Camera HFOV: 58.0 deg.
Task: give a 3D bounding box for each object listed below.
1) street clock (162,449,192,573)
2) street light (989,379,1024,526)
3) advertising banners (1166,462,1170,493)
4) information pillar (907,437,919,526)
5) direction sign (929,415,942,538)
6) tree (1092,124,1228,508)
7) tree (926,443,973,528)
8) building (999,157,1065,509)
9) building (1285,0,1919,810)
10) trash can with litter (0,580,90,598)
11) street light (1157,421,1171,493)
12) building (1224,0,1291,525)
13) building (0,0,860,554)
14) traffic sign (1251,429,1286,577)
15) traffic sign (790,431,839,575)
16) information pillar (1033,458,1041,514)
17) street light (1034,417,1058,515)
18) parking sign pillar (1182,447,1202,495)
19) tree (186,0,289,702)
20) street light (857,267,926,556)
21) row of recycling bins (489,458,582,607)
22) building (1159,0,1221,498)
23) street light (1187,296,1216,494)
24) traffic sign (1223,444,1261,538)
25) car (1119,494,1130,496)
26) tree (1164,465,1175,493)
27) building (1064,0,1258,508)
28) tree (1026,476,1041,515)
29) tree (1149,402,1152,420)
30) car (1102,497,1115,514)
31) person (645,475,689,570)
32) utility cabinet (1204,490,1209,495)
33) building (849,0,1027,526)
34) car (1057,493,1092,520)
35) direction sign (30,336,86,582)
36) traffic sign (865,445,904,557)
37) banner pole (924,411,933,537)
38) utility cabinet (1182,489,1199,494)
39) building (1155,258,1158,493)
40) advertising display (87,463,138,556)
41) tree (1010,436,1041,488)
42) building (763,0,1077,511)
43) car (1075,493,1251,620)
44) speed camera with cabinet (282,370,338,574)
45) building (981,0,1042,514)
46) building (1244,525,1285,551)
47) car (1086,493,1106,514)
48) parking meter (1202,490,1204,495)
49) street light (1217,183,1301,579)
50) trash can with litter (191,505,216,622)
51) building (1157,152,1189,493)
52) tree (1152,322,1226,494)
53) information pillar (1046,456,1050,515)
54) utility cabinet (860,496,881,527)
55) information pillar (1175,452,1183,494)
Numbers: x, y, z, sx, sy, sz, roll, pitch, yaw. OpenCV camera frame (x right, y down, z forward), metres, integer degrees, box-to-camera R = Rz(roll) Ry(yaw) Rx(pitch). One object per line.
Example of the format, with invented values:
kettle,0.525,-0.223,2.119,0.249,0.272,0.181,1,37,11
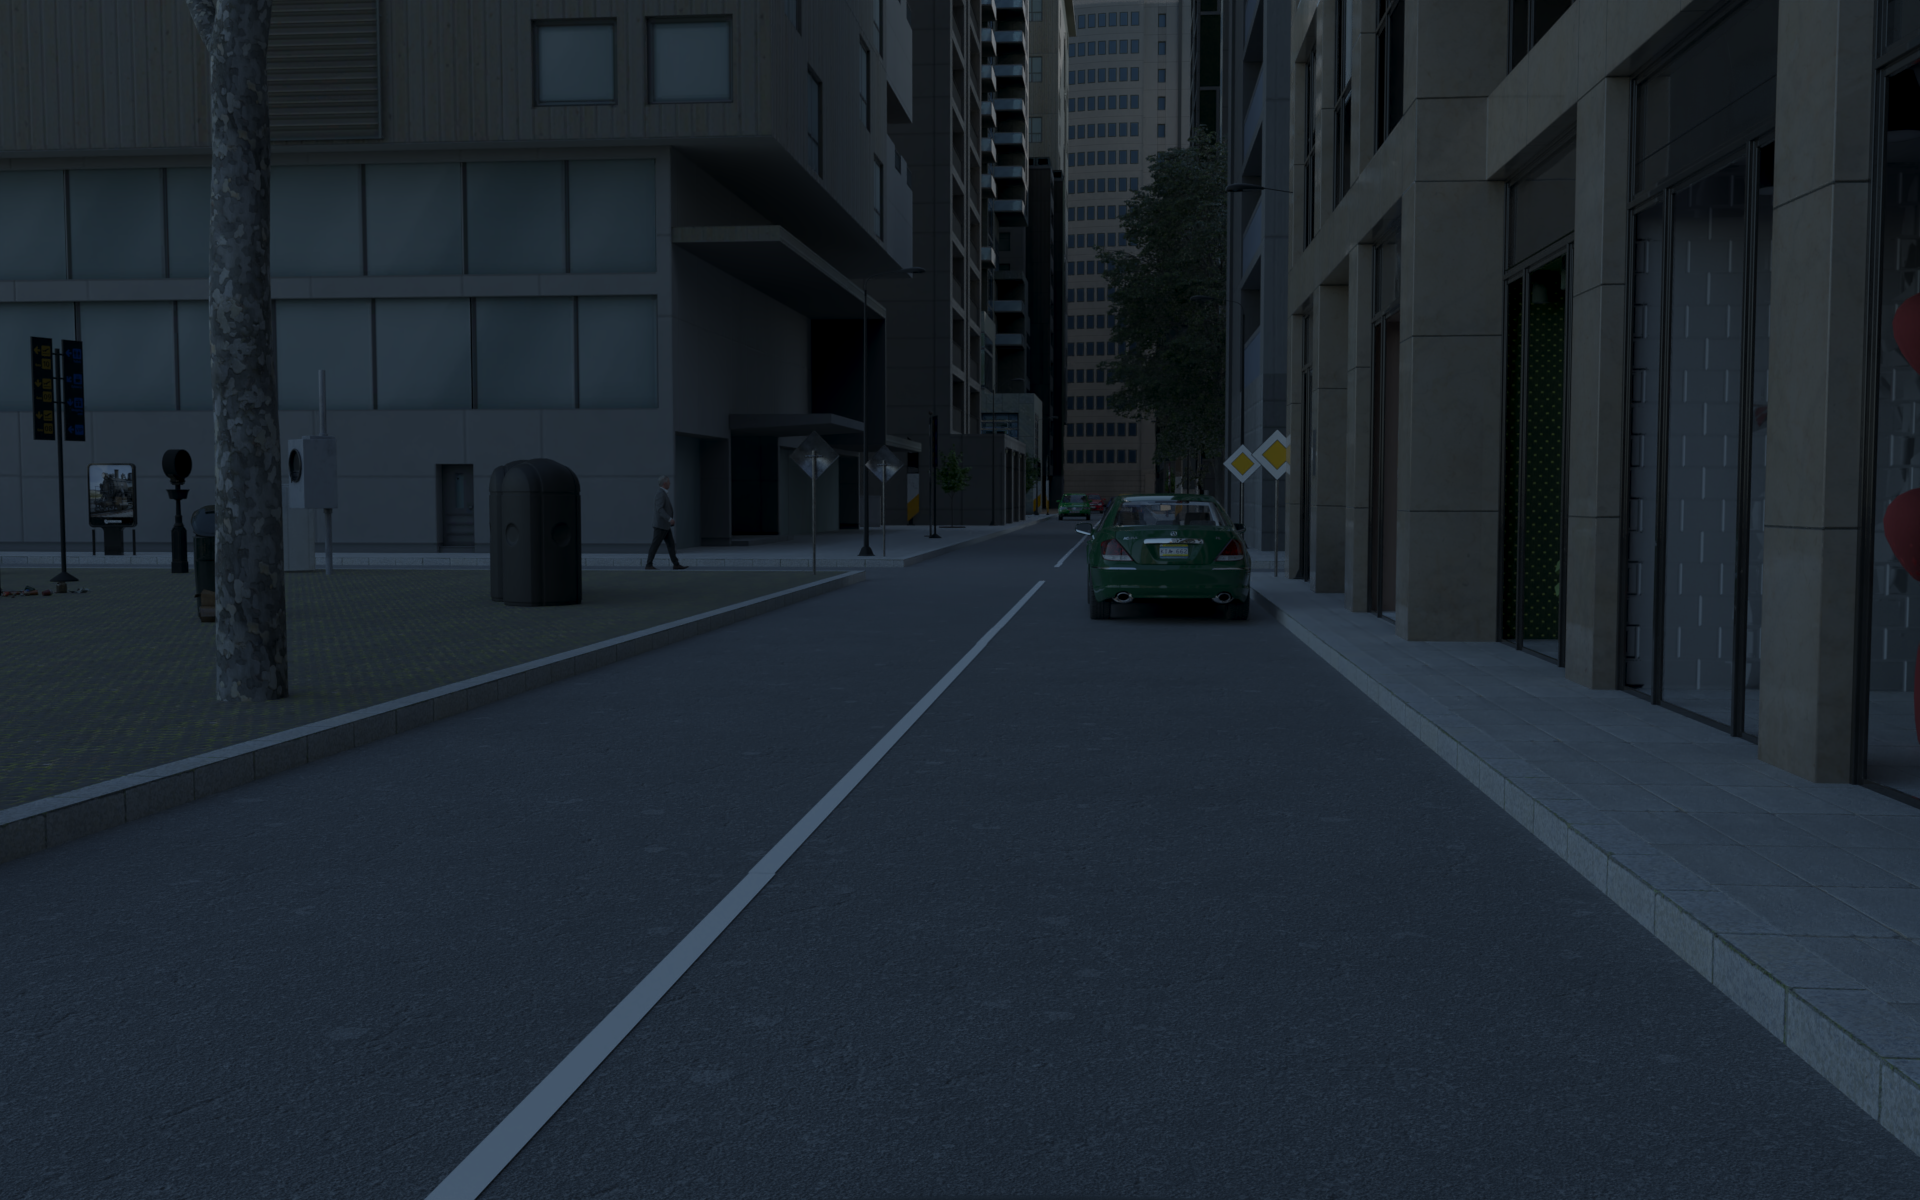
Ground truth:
street clock,-12.659,-1.436,28.052,0.358,2.002,0.471,1,4,10
street light,1.884,-5.950,69.816,1.470,5.913,1.316,0,4,5
advertising banners,11.587,-6.140,96.583,0.090,3.025,2.074,0,4,2
information pillar,-1.920,-4.837,70.446,0.504,3.616,0.183,0,4,-2
direction sign,-0.723,-3.563,50.259,0.379,3.537,0.876,-1,4,-9
tree,9.140,-9.377,59.964,9.857,13.997,8.962,0,3,0
tree,-0.246,-4.343,65.604,1.663,3.219,1.824,0,3,0
building,1.691,-23.053,148.621,14.160,30.474,14.107,0,4,5
building,12.960,-12.458,8.205,19.350,26.468,34.151,0,4,5
trash can with litter,-11.930,-0.658,21.822,1.678,1.210,2.233,2,4,32
street light,9.316,-6.254,74.793,1.470,5.913,1.316,0,4,5
building,24.666,-33.717,93.266,21.231,58.520,28.212,0,4,5
building,-15.979,-28.105,48.753,28.713,52.752,27.495,0,4,5
traffic sign,4.894,-1.415,26.784,0.795,2.450,0.064,0,4,5
traffic sign,-2.315,-1.459,27.495,0.795,2.450,0.064,0,4,5
information pillar,4.828,-7.181,108.768,0.504,3.616,0.183,0,4,-3
street light,5.164,-8.038,103.970,1.470,5.913,1.316,0,4,5
parking sign pillar,11.975,-6.181,89.533,1.447,3.967,1.447,-2,4,-26
tree,-3.550,-9.515,11.465,12.611,20.169,13.585,0,3,0
street light,-1.404,-3.861,35.662,1.470,5.913,1.316,0,4,5
row of recycling bins,-5.304,-0.869,21.326,1.069,1.692,3.534,-1,4,-18
building,25.671,-42.296,129.793,20.563,71.187,20.611,0,4,5
street light,6.081,-4.165,40.635,1.470,5.913,1.316,0,4,5
traffic sign,5.658,-1.902,34.733,0.795,2.450,0.064,0,4,5
car,11.329,-6.541,117.169,2.015,1.641,3.980,0,4,6
tree,13.875,-7.312,114.146,1.663,3.219,1.824,0,3,0
building,19.234,-40.400,202.536,28.212,58.520,21.231,0,4,5
tree,3.841,-6.842,106.472,1.663,3.219,1.824,0,3,0
tree,10.646,-7.899,79.516,4.360,8.622,3.978,0,3,0
car,7.157,-3.851,75.545,1.945,1.354,3.894,0,4,6
person,-5.446,-1.425,32.191,0.834,1.777,0.661,-1,4,-15
utility cabinet,13.829,-5.609,100.393,1.173,1.500,0.318,2,4,24
building,-7.361,-39.220,79.505,20.563,71.187,20.611,0,4,5
car,6.312,-5.299,95.430,1.959,1.807,4.718,0,4,4
direction sign,-13.162,-2.040,25.344,0.379,3.537,0.876,1,4,21
traffic sign,-1.552,-1.945,35.443,0.795,2.450,0.064,0,4,5
banner pole,-0.897,-3.787,51.938,0.401,3.779,0.863,0,4,3
utility cabinet,10.982,-4.595,83.801,1.173,1.500,0.318,-1,4,-20
building,25.969,-23.959,163.426,14.160,30.474,14.107,0,4,5
advertising display,-17.665,-1.890,36.114,0.974,1.923,0.123,0,4,1
tree,2.806,-7.043,98.867,4.285,4.588,4.351,0,3,0
building,-2.707,-35.641,171.966,27.495,52.752,28.713,0,4,5
car,2.473,-0.571,21.142,2.131,1.459,4.920,0,4,4
speed camera with cabinet,-10.755,-2.065,28.097,0.660,3.252,2.038,-3,5,-40
building,-4.889,-49.679,124.925,22.319,86.520,31.000,0,4,5
building,21.125,-30.471,40.205,28.212,58.520,21.231,0,4,5
car,9.679,-7.268,127.872,2.155,1.783,4.494,0,4,4
parking meter,13.248,-5.312,95.257,0.372,1.533,0.369,0,3,0
street light,4.668,-3.270,26.010,1.470,5.913,1.316,0,4,5
trash can with litter,-7.530,-0.389,17.742,0.624,1.170,1.055,-2,4,-24
building,24.472,-23.049,148.557,14.160,30.474,14.107,0,4,5
tree,10.694,-7.335,70.285,4.360,8.622,3.978,0,3,0
information pillar,5.335,-6.983,105.528,0.183,3.616,0.504,0,4,-6
utility cabinet,-3.603,-3.433,67.285,1.020,1.237,0.306,0,4,1
information pillar,10.411,-5.571,82.444,0.183,3.616,0.504,-2,4,-28
